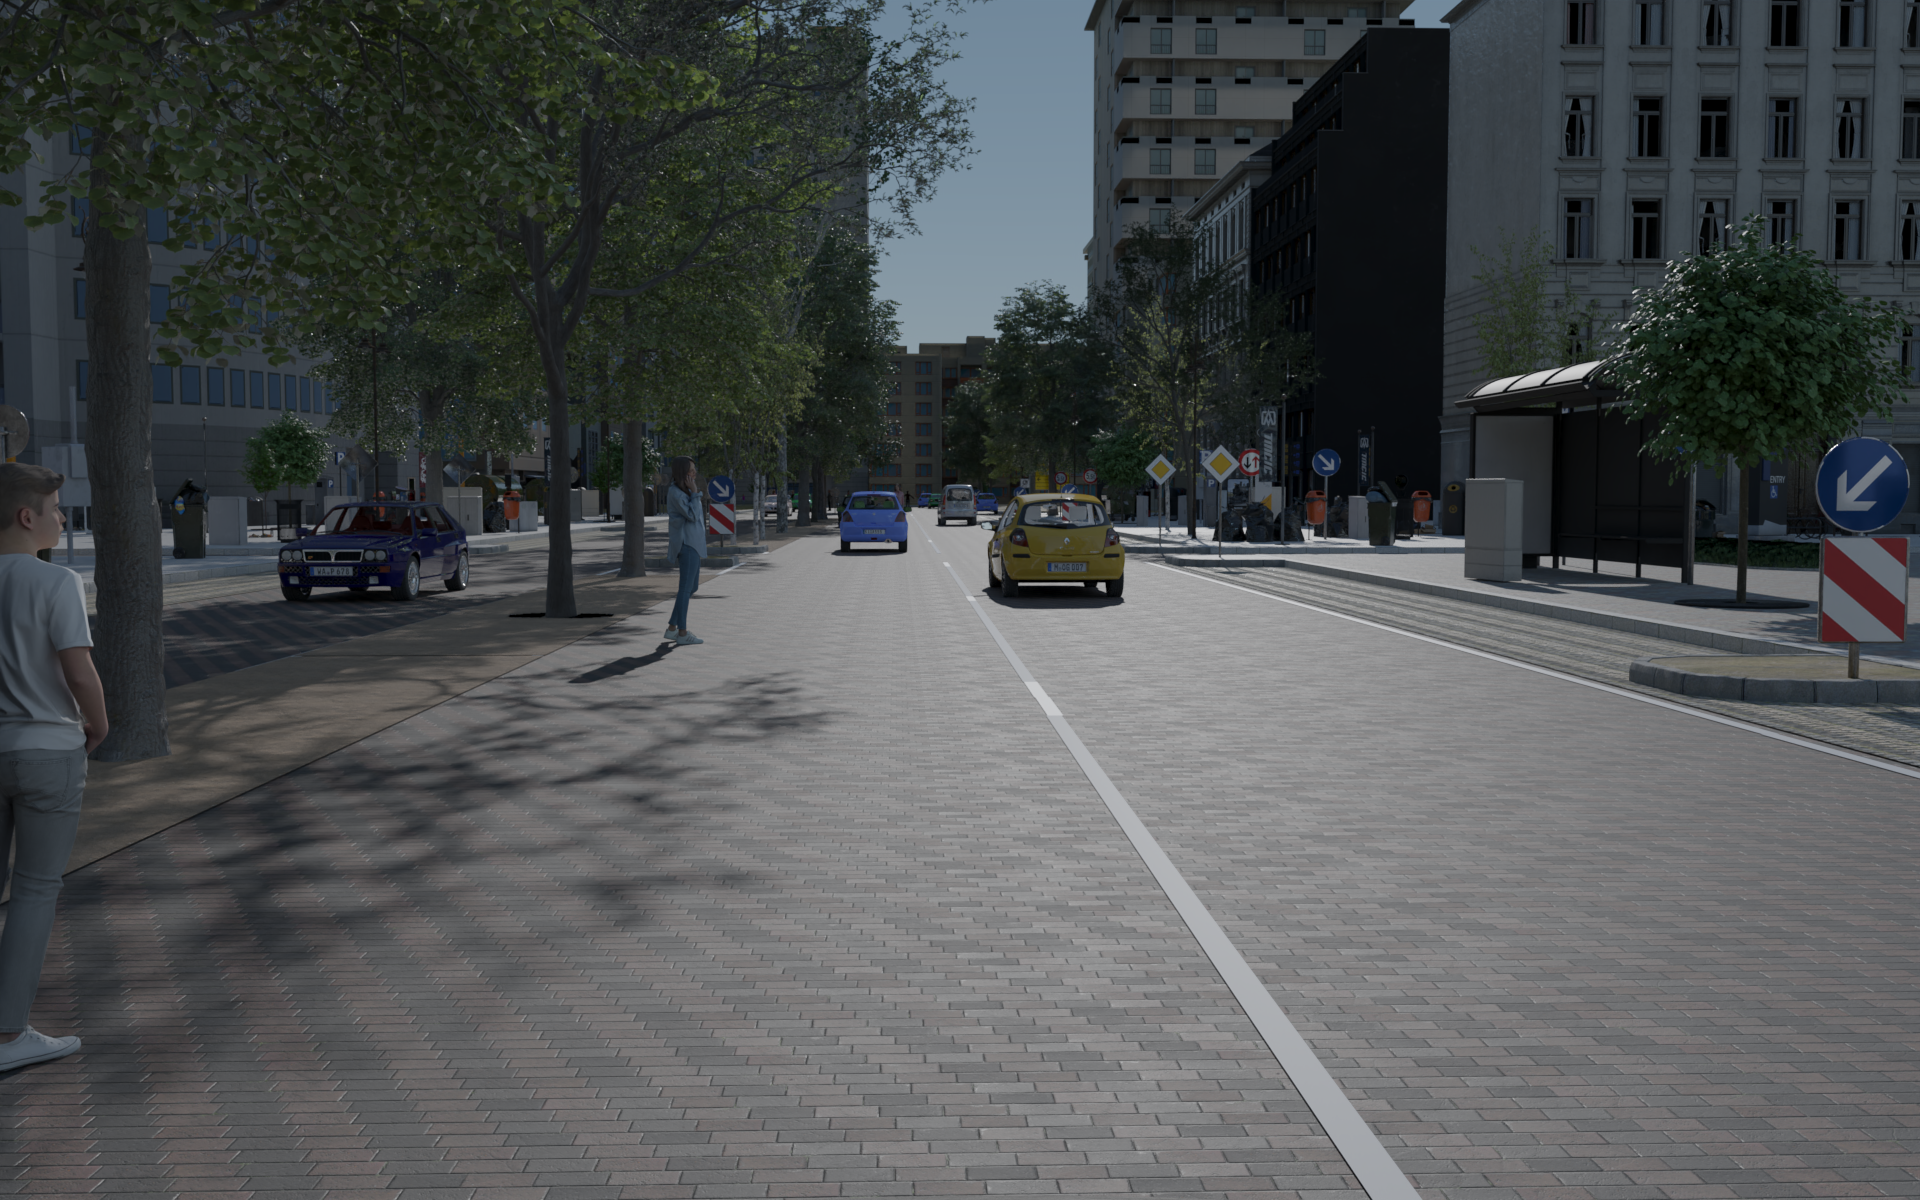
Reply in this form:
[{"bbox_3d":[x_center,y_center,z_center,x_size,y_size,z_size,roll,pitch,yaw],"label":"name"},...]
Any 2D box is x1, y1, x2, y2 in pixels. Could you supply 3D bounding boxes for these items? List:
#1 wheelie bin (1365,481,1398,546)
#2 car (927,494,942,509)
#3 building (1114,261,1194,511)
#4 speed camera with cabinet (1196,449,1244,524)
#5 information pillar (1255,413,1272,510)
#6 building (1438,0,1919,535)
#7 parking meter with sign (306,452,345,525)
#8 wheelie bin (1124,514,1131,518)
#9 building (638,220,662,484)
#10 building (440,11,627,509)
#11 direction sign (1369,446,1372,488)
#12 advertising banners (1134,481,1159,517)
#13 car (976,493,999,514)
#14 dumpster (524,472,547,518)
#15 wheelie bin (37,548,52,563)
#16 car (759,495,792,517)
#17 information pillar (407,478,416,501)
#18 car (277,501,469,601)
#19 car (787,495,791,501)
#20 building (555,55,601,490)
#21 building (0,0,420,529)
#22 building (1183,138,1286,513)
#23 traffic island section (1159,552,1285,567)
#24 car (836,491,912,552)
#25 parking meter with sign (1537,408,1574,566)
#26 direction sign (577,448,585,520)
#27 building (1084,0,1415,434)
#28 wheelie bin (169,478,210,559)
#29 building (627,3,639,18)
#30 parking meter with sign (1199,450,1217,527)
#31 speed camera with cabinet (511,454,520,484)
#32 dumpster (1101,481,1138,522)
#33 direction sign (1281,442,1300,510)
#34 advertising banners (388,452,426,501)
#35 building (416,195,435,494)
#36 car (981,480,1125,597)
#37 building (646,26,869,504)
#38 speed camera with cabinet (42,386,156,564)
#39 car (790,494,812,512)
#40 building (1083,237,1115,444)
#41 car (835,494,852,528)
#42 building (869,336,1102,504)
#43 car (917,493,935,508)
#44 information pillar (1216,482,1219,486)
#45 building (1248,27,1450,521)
[{"bbox_3d":[10.483,-2.154,43.129,0.693,1.594,0.980,2,4,26],"label":"wheelie bin"},{"bbox_3d":[-2.184,-9.693,167.278,1.959,1.807,4.718,0,4,-3],"label":"car"},{"bbox_3d":[28.234,-18.175,142.208,27.650,21.520,28.899,0,4,-2],"label":"building"},{"bbox_3d":[11.274,-4.937,75.059,2.038,3.252,0.660,2,4,35],"label":"speed camera with cabinet"},{"bbox_3d":[8.750,-3.588,50.012,0.504,3.616,0.183,0,4,7],"label":"information pillar"},{"bbox_3d":[26.752,-12.835,59.008,18.267,20.994,9.793,0,4,-2],"label":"building"},{"bbox_3d":[-26.374,-4.624,71.858,1.738,3.016,0.543,1,4,19],"label":"parking meter with sign"},{"bbox_3d":[8.684,-5.149,92.095,0.693,1.594,0.980,-2,4,-32],"label":"wheelie bin"},{"bbox_3d":[-37.753,-24.672,175.082,14.107,30.474,14.160,0,4,-2],"label":"building"},{"bbox_3d":[-37.253,-30.839,154.321,14.600,45.320,14.200,0,4,-2],"label":"building"},{"bbox_3d":[19.166,-5.443,80.983,0.379,3.537,0.876,2,4,25],"label":"direction sign"},{"bbox_3d":[10.337,-6.105,95.997,2.074,3.025,0.090,-1,4,-20],"label":"advertising banners"},{"bbox_3d":[1.834,-6.958,123.346,1.945,1.707,3.694,0,4,-1],"label":"car"},{"bbox_3d":[-18.376,-4.530,76.551,1.502,2.255,1.985,0,4,-2],"label":"dumpster"},{"bbox_3d":[-15.153,-1.239,28.173,0.693,1.594,0.980,2,4,33],"label":"wheelie bin"},{"bbox_3d":[-11.711,-5.995,110.374,2.083,1.381,4.827,0,4,-2],"label":"car"},{"bbox_3d":[-24.497,-4.457,77.364,0.304,2.012,0.304,-2,4,-25],"label":"information pillar"},{"bbox_3d":[-8.214,-0.727,24.470,1.945,1.354,3.894,0,4,-1],"label":"car"},{"bbox_3d":[-16.529,-9.147,161.918,2.083,1.381,4.827,0,4,-3],"label":"car"},{"bbox_3d":[-39.336,-50.005,130.253,22.319,86.520,31.000,0,4,-2],"label":"building"},{"bbox_3d":[-38.090,-32.547,74.135,21.231,58.520,28.212,0,4,-2],"label":"building"},{"bbox_3d":[20.967,-17.109,108.609,11.050,23.489,19.941,0,4,-2],"label":"building"},{"bbox_3d":[5.290,-0.786,35.135,2.009,0.180,2.903,0,4,-2],"label":"traffic island section"},{"bbox_3d":[-2.180,-2.103,43.970,1.945,1.707,3.694,0,4,-3],"label":"car"},{"bbox_3d":[10.056,-2.134,31.156,1.738,3.016,0.543,0,4,3],"label":"parking meter with sign"},{"bbox_3d":[-18.511,-5.660,84.543,0.379,3.537,0.876,-2,4,-30],"label":"direction sign"},{"bbox_3d":[27.814,-35.484,169.402,28.713,52.752,27.495,0,4,-2],"label":"building"},{"bbox_3d":[-15.341,-1.627,34.516,0.693,1.594,0.980,-1,4,-17],"label":"wheelie bin"},{"bbox_3d":[-50.082,-47.826,220.211,20.611,71.187,20.563,0,4,-2],"label":"building"},{"bbox_3d":[9.766,-4.379,67.851,0.543,3.016,1.738,0,4,-1],"label":"parking meter with sign"},{"bbox_3d":[-22.676,-5.541,84.934,2.038,3.252,0.660,0,4,3],"label":"speed camera with cabinet"},{"bbox_3d":[7.513,-4.829,81.449,1.502,2.255,1.985,0,4,-2],"label":"dumpster"},{"bbox_3d":[14.277,-5.069,74.881,0.876,3.537,0.379,-1,4,-13],"label":"direction sign"},{"bbox_3d":[-22.528,-4.569,70.883,0.090,3.025,2.074,2,4,32],"label":"advertising banners"},{"bbox_3d":[-32.721,-27.755,103.904,14.600,45.320,14.200,0,4,-2],"label":"building"},{"bbox_3d":[1.350,-0.935,25.513,2.015,1.641,3.980,0,4,-3],"label":"car"},{"bbox_3d":[-25.696,-41.575,221.750,28.212,58.520,21.231,0,4,-2],"label":"building"},{"bbox_3d":[-16.188,-2.341,32.609,0.660,3.252,2.038,2,4,24],"label":"speed camera with cabinet"},{"bbox_3d":[-12.529,-7.882,137.662,1.959,1.807,4.718,0,4,-2],"label":"car"},{"bbox_3d":[29.401,-32.862,229.179,23.993,40.220,32.217,0,4,-2],"label":"building"},{"bbox_3d":[-4.427,-4.010,75.350,2.009,1.686,4.222,0,4,-3],"label":"car"},{"bbox_3d":[2.729,-23.360,226.972,28.899,21.520,27.650,0,4,-2],"label":"building"},{"bbox_3d":[-3.458,-10.281,177.683,1.945,1.707,3.694,0,4,-3],"label":"car"},{"bbox_3d":[15.070,-5.951,101.791,0.304,2.012,0.304,3,5,41],"label":"information pillar"},{"bbox_3d":[22.910,-15.972,90.816,12.332,23.373,15.834,0,4,-2],"label":"building"}]
